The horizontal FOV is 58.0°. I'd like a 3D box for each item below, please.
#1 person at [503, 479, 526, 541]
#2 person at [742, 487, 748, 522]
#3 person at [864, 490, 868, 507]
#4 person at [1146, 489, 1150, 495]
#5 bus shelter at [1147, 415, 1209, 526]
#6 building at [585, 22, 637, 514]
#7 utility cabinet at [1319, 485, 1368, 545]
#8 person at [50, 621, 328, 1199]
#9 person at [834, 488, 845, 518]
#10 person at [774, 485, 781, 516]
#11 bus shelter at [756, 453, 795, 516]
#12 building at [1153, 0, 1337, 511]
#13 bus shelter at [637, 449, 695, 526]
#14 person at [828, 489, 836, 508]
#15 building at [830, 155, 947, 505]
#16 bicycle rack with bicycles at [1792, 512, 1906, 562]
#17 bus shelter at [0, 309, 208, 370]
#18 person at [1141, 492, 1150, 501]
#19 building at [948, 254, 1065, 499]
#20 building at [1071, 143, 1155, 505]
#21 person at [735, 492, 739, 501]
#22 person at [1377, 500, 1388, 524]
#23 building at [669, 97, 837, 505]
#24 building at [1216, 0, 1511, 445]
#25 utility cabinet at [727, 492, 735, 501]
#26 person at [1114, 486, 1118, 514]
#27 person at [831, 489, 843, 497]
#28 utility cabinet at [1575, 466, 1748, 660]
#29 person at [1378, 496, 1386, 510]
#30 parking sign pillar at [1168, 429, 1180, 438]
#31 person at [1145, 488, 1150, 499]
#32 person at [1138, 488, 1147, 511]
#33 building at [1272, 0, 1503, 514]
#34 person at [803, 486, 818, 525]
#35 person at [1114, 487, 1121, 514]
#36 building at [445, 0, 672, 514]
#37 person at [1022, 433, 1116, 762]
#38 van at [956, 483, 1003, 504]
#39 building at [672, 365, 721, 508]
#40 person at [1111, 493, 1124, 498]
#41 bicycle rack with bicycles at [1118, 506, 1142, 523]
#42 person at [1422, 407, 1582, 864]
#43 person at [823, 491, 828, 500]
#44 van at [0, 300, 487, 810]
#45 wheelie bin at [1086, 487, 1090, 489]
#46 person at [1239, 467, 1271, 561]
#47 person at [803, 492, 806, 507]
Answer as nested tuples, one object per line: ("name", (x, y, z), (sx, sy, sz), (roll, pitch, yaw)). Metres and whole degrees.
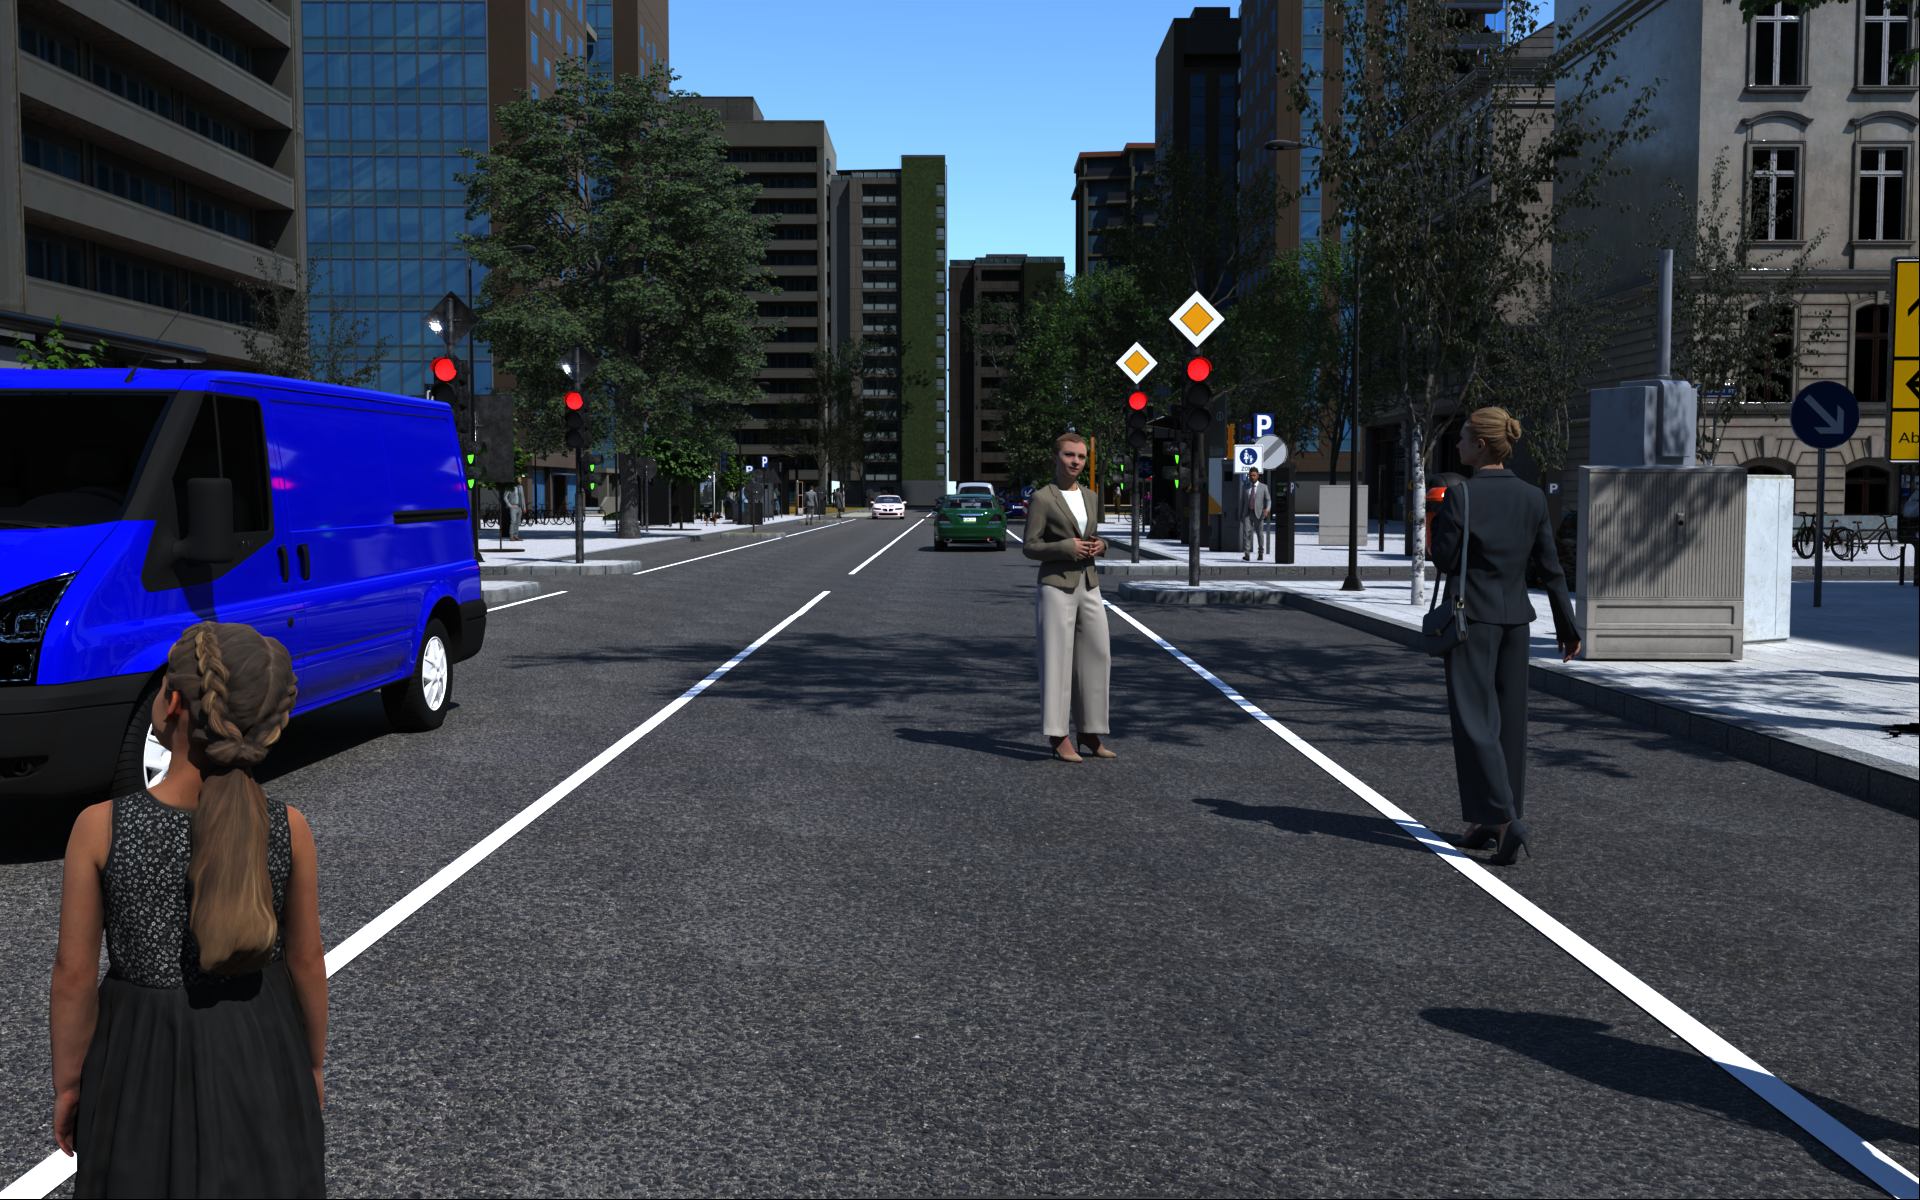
("person", (-12.156, -2.521, 47.369), (0.391, 1.810, 0.635), (2, 4, 25))
("person", (-9.764, -4.411, 78.421), (0.793, 1.790, 0.793), (-3, 5, -42))
("person", (-9.288, -10.088, 171.893), (0.530, 1.710, 0.541), (3, 5, 42))
("person", (17.406, -9.315, 159.020), (0.721, 1.739, 1.217), (3, 5, 42))
("bus shelter", (6.840, -3.849, 54.208), (1.731, 3.624, 6.357), (0, 3, 0))
("building", (-39.485, -26.118, 118.909), (32.217, 40.220, 23.993), (0, 3, 0))
("utility cabinet", (9.509, -2.097, 42.962), (1.173, 1.500, 0.318), (1, 4, 13))
("person", (-1.088, 0.655, 2.463), (0.362, 1.253, 0.373), (-2, 4, -25))
("person", (-7.159, -5.769, 102.918), (0.694, 1.812, 0.767), (3, 4, 38))
("person", (-10.528, -5.681, 98.906), (0.713, 1.824, 0.794), (-1, 4, -22))
("bus shelter", (-10.953, -6.841, 103.127), (1.731, 3.624, 6.357), (0, 4, 0))
("building", (25.802, -31.275, 161.461), (14.600, 45.320, 14.200), (0, 3, 0))
("bus shelter", (-12.051, -4.950, 72.212), (1.731, 3.624, 6.357), (0, 4, 0))
("person", (-11.632, -9.378, 160.194), (1.217, 1.723, 0.721), (-1, 4, -19))
("building", (-8.600, -32.297, 211.646), (14.086, 41.232, 14.154), (0, 3, 0))
("bicycle rack with bicycles", (17.267, -1.264, 34.045), (2.925, 0.926, 2.852), (-1, 4, -18))
("bus shelter", (-11.811, -2.614, 20.373), (2.179, 5.291, 8.768), (0, 4, 0))
("person", (11.942, -6.157, 109.939), (0.991, 1.433, 0.599), (1, 4, 15))
("building", (5.497, -26.902, 211.543), (14.107, 30.474, 14.160), (0, 3, 0))
("building", (26.979, -34.255, 214.687), (28.867, 44.769, 22.147), (0, 3, 0))
("person", (-17.054, -7.787, 133.446), (0.705, 1.814, 1.350), (-3, 4, -38))
("person", (17.738, -3.819, 72.754), (0.475, 1.303, 0.640), (-3, 5, -39))
("building", (-26.449, -36.155, 214.828), (21.600, 48.544, 21.300), (0, 3, 0))
("building", (30.436, -50.405, 136.794), (22.319, 86.520, 31.000), (0, 3, 0))
("utility cabinet", (-13.614, -5.775, 103.102), (0.318, 1.500, 1.173), (-1, 4, -14))
("person", (10.283, -6.561, 113.410), (0.705, 1.812, 1.348), (0, 4, 7))
("person", (-11.866, -9.833, 166.832), (1.348, 1.822, 0.705), (-1, 4, -18))
("utility cabinet", (5.383, -0.284, 13.317), (1.173, 1.500, 0.318), (0, 4, 4))
("person", (18.296, -3.934, 75.051), (0.352, 1.250, 0.332), (1, 4, 9))
("parking sign pillar", (8.069, -4.496, 61.974), (1.447, 3.967, 1.447), (-2, 4, -29))
("person", (15.553, -8.389, 143.289), (0.705, 1.814, 1.350), (0, 4, -7))
("person", (13.319, -7.465, 128.918), (1.217, 1.723, 0.721), (2, 4, 24))
("building", (26.658, -28.448, 115.237), (14.600, 45.320, 14.200), (0, 3, 0))
("person", (-6.898, -4.367, 80.015), (0.709, 1.813, 0.853), (0, 4, 5))
("person", (9.921, -6.298, 109.744), (0.721, 1.736, 1.217), (1, 4, 19))
("building", (-31.085, -29.830, 137.828), (14.600, 45.320, 14.200), (0, 3, 0))
("person", (0.604, -0.015, 9.287), (0.519, 1.759, 0.362), (-2, 4, -33))
("van", (0.590, -3.511, 64.418), (2.013, 2.044, 4.112), (0, 4, 1))
("building", (-38.952, -51.602, 156.367), (31.000, 86.520, 22.319), (0, 3, 0))
("person", (14.859, -9.556, 163.003), (1.217, 1.743, 0.721), (0, 4, 6))
("bicycle rack with bicycles", (8.589, -3.971, 78.312), (2.925, 0.926, 2.852), (-1, 4, -23))
("person", (2.141, 0.127, 6.848), (0.576, 1.772, 0.534), (-3, 5, -39))
("person", (-13.922, -10.455, 177.705), (0.721, 1.743, 1.217), (3, 5, 40))
("van", (-4.133, -0.275, 8.879), (2.240, 2.365, 5.245), (0, 4, 1))
("wheelie bin", (5.978, -4.576, 82.727), (0.980, 1.594, 0.693), (-3, 4, -36))
("person", (5.661, -1.649, 33.271), (0.678, 1.792, 0.850), (1, 4, 23))
("person", (-15.457, -9.997, 170.016), (1.217, 1.766, 0.721), (-1, 4, -9))
